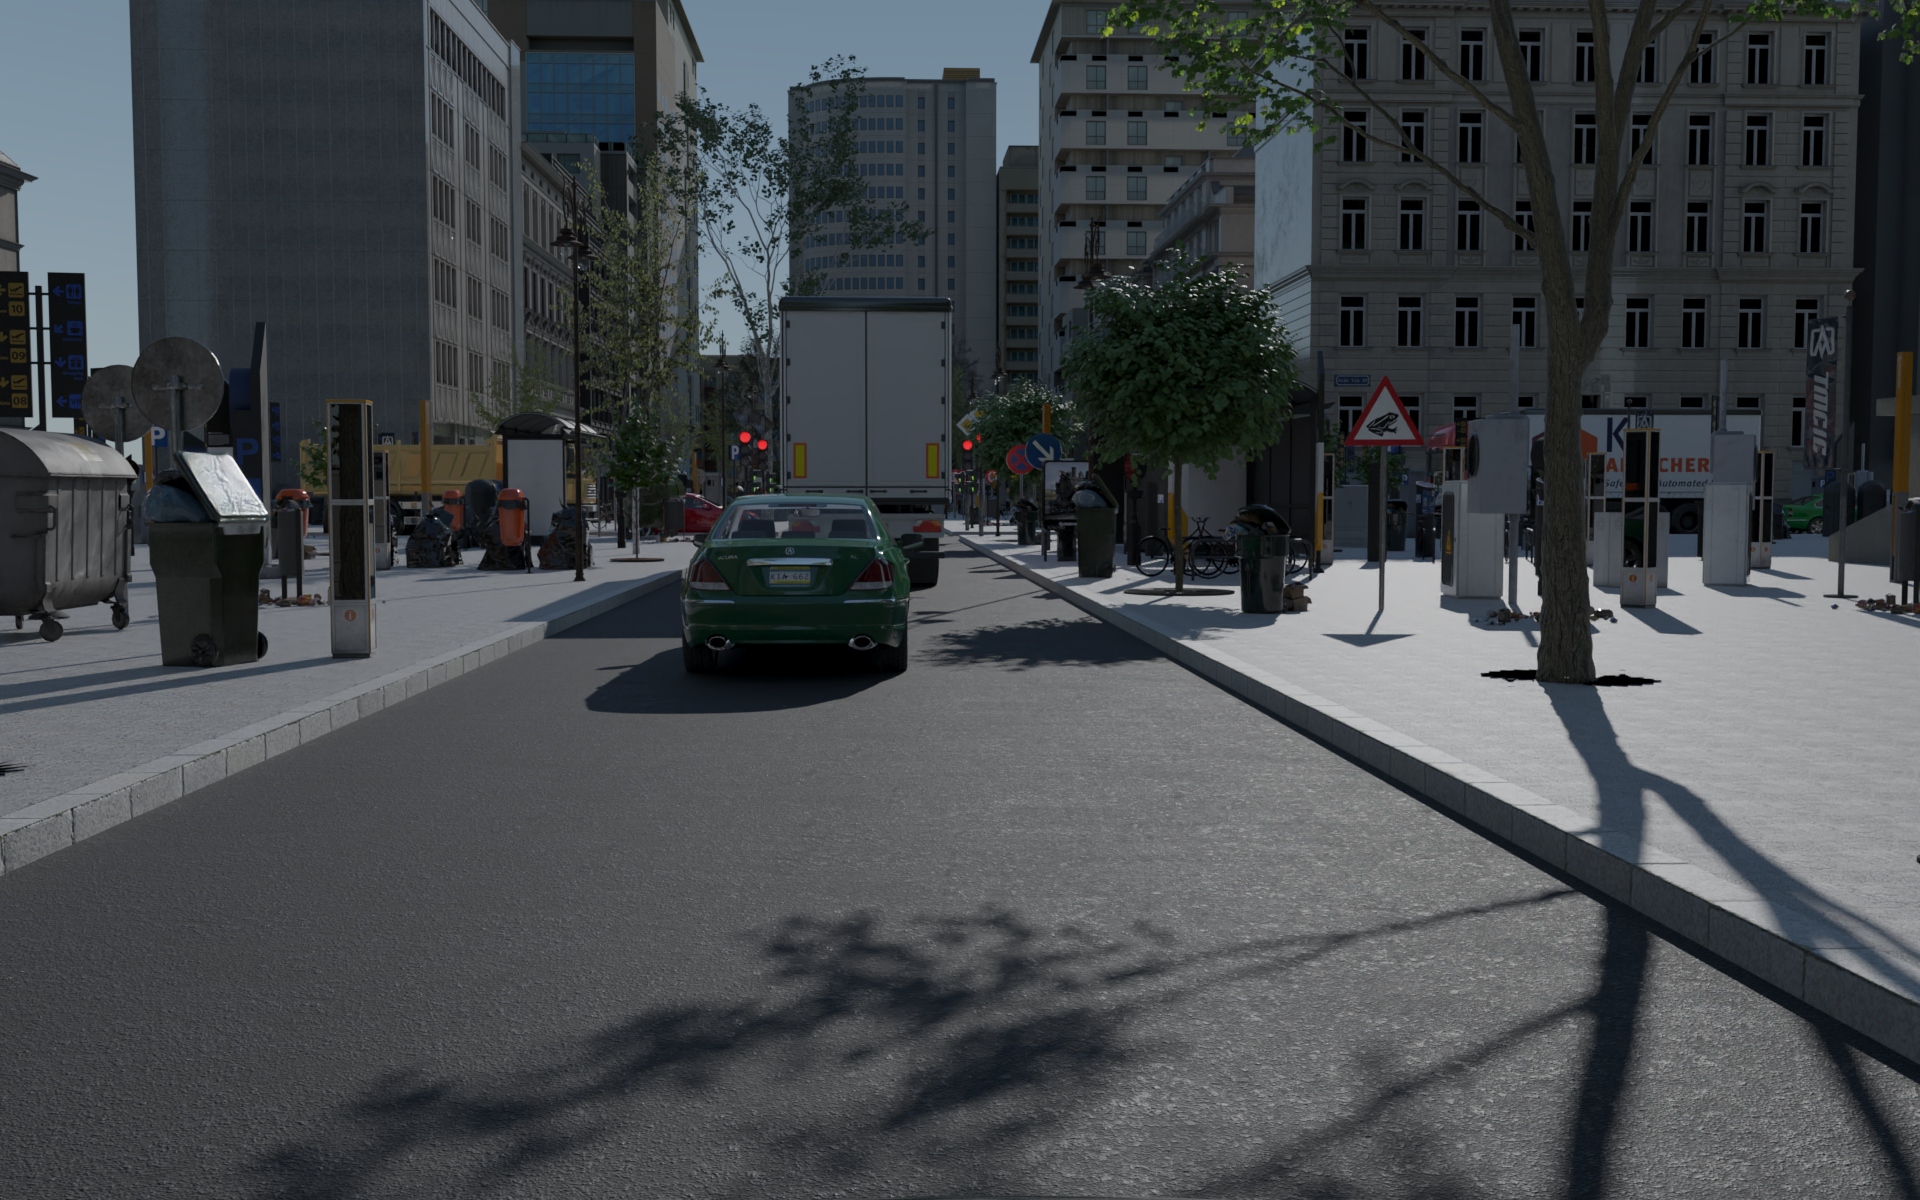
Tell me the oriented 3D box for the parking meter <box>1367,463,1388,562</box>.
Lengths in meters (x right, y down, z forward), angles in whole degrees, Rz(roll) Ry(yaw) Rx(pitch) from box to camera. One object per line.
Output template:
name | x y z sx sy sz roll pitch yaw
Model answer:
parking meter | 7.938 -1.663 32.909 0.255 1.863 0.399 3 4 38

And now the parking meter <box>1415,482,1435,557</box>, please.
parking meter | 9.459 -1.640 35.224 0.372 1.533 0.369 0 3 0

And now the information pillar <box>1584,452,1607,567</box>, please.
information pillar | 11.263 -1.602 30.689 0.304 2.012 0.304 1 4 13

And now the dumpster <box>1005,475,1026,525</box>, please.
dumpster | 2.746 -4.336 73.379 1.502 2.255 1.985 0 4 -3

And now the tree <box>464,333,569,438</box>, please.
tree | -19.944 -7.854 78.768 4.737 8.622 4.395 0 3 0

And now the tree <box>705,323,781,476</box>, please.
tree | -9.642 -9.755 93.905 8.767 10.594 7.601 0 4 -4

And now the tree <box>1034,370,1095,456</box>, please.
tree | 5.535 -9.316 102.685 4.360 8.622 3.978 0 3 0

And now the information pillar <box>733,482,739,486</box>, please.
information pillar | -13.127 -5.938 101.582 0.304 2.012 0.304 -1 4 -21

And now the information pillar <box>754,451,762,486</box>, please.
information pillar | -9.919 -5.733 85.082 0.504 3.616 0.183 0 4 -8

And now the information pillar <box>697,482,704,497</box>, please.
information pillar | -13.413 -5.209 89.660 0.304 2.012 0.304 0 3 0

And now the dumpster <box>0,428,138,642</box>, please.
dumpster | -8.433 -0.605 15.652 1.264 1.857 1.865 0 4 -3

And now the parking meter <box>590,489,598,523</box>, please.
parking meter | -16.253 -4.194 76.982 0.372 1.533 0.369 0 3 0

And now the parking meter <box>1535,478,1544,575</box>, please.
parking meter | 9.314 -1.163 27.424 0.372 1.533 0.369 0 3 0

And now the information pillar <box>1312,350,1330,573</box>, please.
information pillar | 5.837 -2.248 28.102 0.183 3.616 0.504 0 4 7

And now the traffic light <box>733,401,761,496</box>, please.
traffic light | -6.427 -3.869 52.175 0.839 4.253 0.868 0 4 -3

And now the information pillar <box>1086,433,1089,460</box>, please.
information pillar | 4.918 -4.604 66.626 0.183 3.616 0.504 0 4 -2

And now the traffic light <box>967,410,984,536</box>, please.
traffic light | 0.625 -3.891 52.535 0.839 4.253 0.868 0 4 -3

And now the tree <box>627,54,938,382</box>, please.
tree | -6.742 -13.306 73.449 12.611 20.169 13.585 0 3 0

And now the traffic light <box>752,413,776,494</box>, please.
traffic light | -6.818 -4.357 60.150 0.839 4.253 0.868 0 4 -3

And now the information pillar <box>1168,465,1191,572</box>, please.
information pillar | 3.587 -2.263 28.358 0.183 3.616 0.504 3 5 41

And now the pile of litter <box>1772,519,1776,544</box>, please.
pile of litter | 20.576 -1.892 44.901 1.176 0.858 1.719 3 4 36

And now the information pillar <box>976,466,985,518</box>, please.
information pillar | 1.090 -6.119 91.408 0.504 3.616 0.183 1 4 12

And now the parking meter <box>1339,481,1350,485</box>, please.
parking meter | 15.861 -4.018 71.408 0.399 1.863 0.255 3 5 40

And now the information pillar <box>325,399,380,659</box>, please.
information pillar | -4.775 -0.557 13.600 0.304 2.012 0.304 -1 4 -9

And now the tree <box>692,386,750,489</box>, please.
tree | -16.176 -10.298 118.737 4.737 8.622 4.395 0 3 0

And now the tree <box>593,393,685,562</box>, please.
tree | -6.241 -2.337 32.807 1.663 3.219 1.824 0 3 0

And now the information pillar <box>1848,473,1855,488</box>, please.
information pillar | 31.498 -3.483 61.444 0.304 2.012 0.304 -1 4 -17

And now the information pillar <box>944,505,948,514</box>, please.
information pillar | -0.977 -7.224 109.463 0.504 3.616 0.183 -2 4 -32

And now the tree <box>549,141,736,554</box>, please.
tree | -6.903 -5.297 36.965 4.360 8.622 3.978 0 3 0

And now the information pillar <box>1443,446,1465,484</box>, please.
information pillar | 7.663 -1.372 26.925 0.304 2.012 0.304 1 4 21

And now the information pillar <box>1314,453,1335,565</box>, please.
information pillar | 6.588 -1.641 31.315 0.304 2.012 0.304 0 4 3

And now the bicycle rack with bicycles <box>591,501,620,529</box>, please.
bicycle rack with bicycles | -11.910 -3.125 64.481 2.925 0.926 2.852 1 4 13

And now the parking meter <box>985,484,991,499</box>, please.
parking meter | 1.592 -5.821 100.890 0.255 1.863 0.399 -3 5 -42

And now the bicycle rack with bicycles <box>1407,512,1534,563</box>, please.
bicycle rack with bicycles | 9.878 -1.215 33.251 2.852 0.926 2.925 1 4 16

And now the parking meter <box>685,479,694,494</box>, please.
parking meter | -9.804 -3.477 62.559 0.399 1.863 0.255 -1 4 -19

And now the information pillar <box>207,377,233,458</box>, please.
information pillar | -13.145 -2.411 30.771 0.504 3.616 0.183 1 4 13

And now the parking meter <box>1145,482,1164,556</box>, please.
parking meter | 4.024 -1.676 35.806 0.372 1.533 0.369 0 3 0

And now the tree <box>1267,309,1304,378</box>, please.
tree | 11.469 -7.213 68.289 4.737 8.622 4.395 0 3 0

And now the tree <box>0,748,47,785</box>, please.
tree | -4.974 -5.002 7.536 9.928 11.665 9.643 0 3 0

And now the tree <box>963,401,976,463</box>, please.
tree | 1.756 -3.864 46.892 4.285 4.588 4.351 0 3 0

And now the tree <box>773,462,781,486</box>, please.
tree | -8.963 -5.712 87.996 1.663 3.219 1.824 0 3 0

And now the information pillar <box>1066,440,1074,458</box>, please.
information pillar | 4.603 -4.976 72.704 0.183 3.616 0.504 -2 4 -27

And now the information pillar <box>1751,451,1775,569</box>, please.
information pillar | 13.690 -1.539 29.651 0.304 2.012 0.304 -2 4 -29

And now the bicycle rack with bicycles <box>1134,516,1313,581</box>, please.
bicycle rack with bicycles | 4.143 -0.813 26.676 2.925 0.926 2.852 0 4 0

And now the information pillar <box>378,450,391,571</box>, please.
information pillar | -9.771 -1.506 29.116 0.304 2.012 0.304 0 4 -6

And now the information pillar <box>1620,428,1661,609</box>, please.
information pillar | 7.665 -0.919 19.517 0.304 2.012 0.304 -3 5 -44

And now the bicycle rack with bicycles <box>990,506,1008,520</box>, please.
bicycle rack with bicycles | 2.716 -4.384 85.062 2.852 0.926 2.925 1 4 16

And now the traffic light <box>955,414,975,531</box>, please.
traffic light | 0.234 -4.379 60.511 0.839 4.253 0.868 0 4 -3

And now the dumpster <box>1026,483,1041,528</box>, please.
dumpster | 3.418 -3.839 65.258 1.502 2.255 1.985 0 4 -3
